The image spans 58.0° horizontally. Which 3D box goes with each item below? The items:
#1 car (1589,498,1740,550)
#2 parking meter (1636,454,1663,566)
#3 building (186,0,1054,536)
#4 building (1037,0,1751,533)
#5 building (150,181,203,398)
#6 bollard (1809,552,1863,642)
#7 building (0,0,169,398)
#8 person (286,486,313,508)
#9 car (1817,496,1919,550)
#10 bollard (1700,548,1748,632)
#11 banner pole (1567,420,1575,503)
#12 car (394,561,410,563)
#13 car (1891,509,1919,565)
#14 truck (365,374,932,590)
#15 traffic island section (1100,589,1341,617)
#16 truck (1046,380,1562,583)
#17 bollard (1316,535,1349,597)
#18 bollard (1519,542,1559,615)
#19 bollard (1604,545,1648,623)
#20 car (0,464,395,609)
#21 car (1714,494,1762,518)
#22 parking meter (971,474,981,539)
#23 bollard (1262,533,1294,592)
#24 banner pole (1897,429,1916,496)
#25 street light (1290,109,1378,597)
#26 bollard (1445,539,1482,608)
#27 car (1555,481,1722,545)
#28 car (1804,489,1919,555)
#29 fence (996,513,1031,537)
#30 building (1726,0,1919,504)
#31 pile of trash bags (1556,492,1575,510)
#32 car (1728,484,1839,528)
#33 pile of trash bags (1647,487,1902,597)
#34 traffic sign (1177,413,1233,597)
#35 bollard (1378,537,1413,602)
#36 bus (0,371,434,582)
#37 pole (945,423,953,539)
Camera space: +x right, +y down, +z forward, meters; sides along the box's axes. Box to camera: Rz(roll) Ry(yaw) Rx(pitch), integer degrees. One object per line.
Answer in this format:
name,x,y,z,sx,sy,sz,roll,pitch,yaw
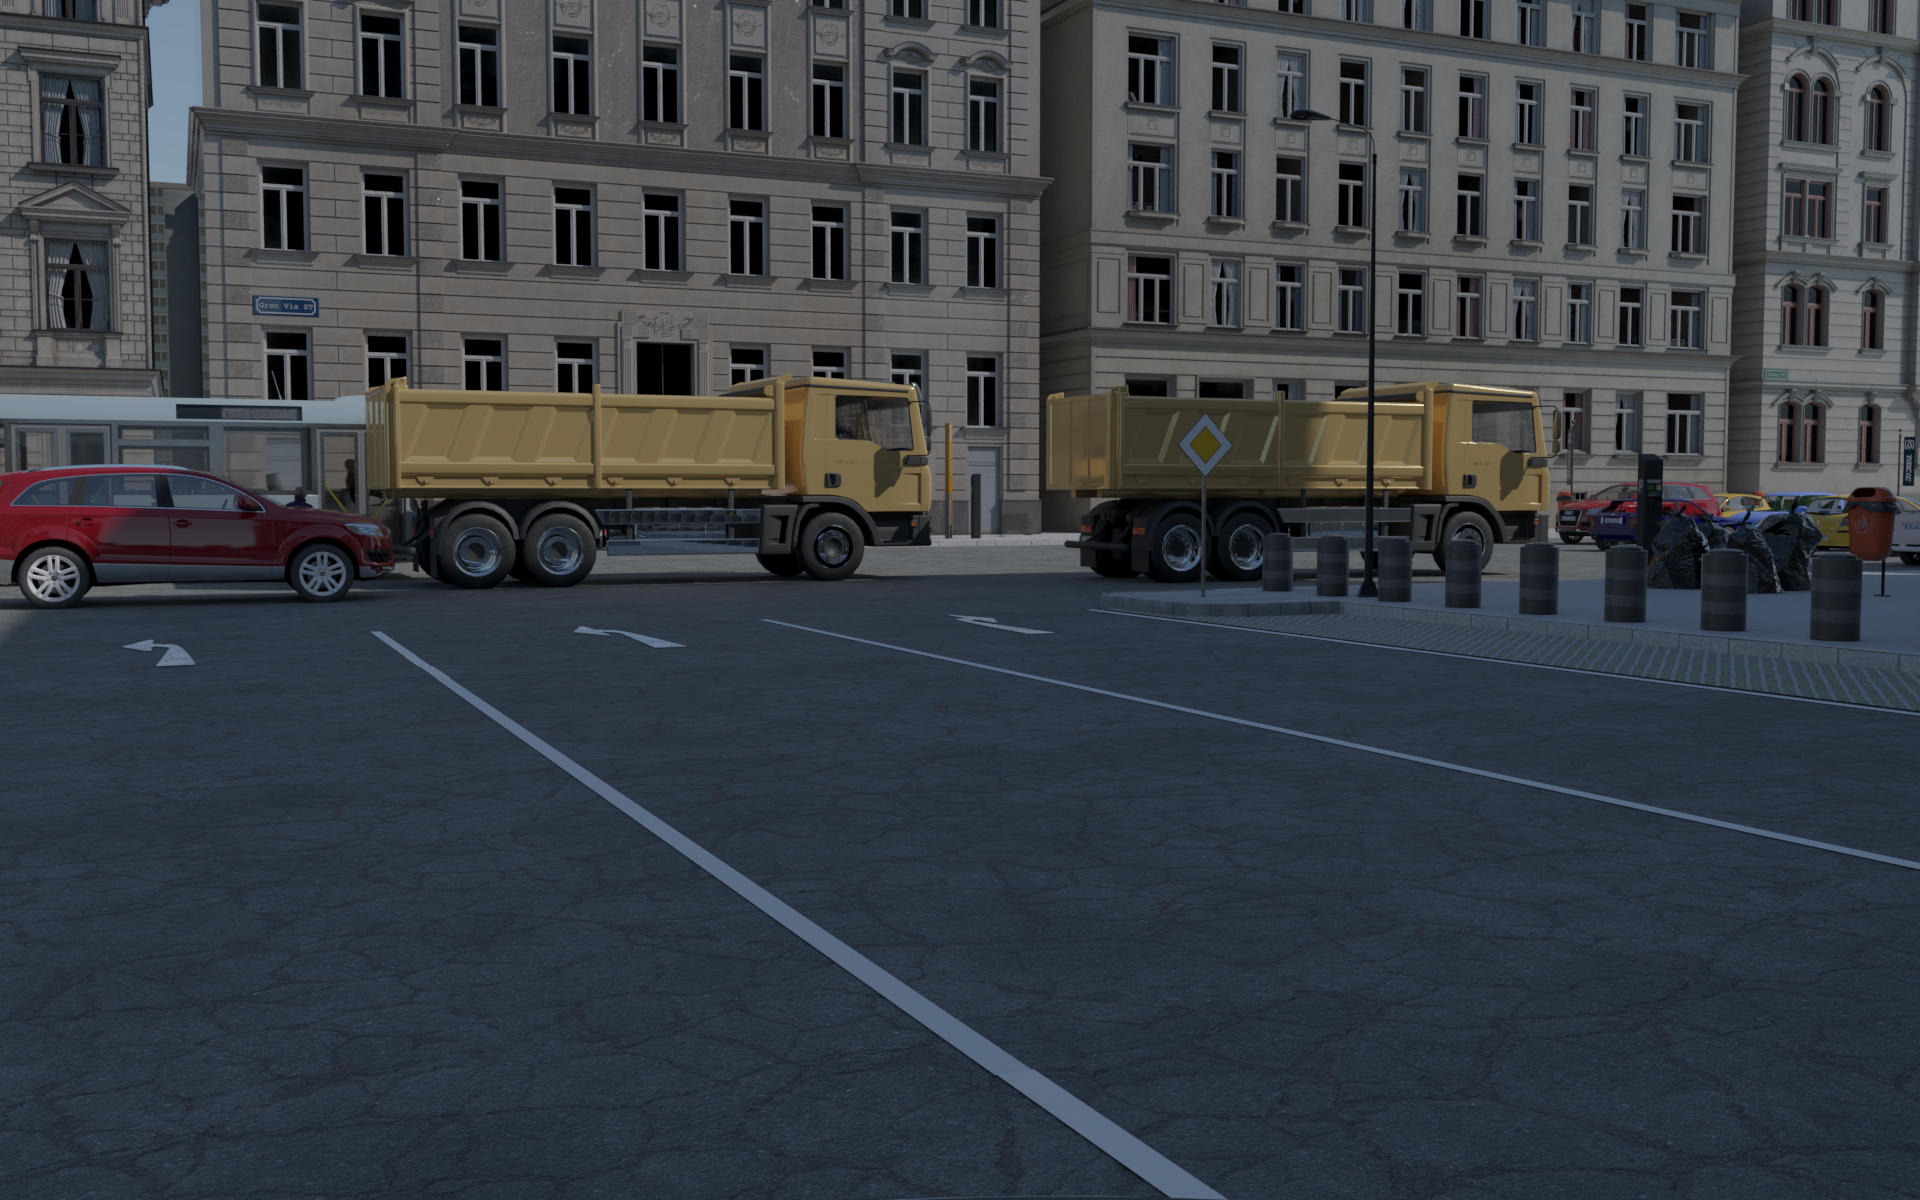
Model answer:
car,17.962,-1.920,43.969,3.894,1.354,1.945,-2,4,-24
parking meter,9.937,-1.178,24.966,0.255,1.863,0.399,0,4,4
building,-10.784,-15.729,54.425,25.104,27.353,12.463,-2,4,-24
building,14.221,-14.371,68.256,30.059,22.955,16.112,-2,4,-24
building,-97.893,-31.132,200.883,23.993,40.220,32.217,-2,4,-24
bollard,7.700,-0.031,15.222,0.404,0.777,0.398,0,3,0
building,-30.671,-10.992,44.341,19.286,19.102,10.561,-2,4,-24
person,-10.590,-1.032,27.580,0.569,1.553,0.471,2,4,32
car,23.577,-1.968,44.174,4.499,1.417,2.014,-1,4,-22
bollard,7.201,-0.098,16.322,0.404,0.777,0.398,0,3,0
banner pole,20.784,-4.219,58.996,0.401,3.779,0.863,0,4,5
car,-13.253,-1.650,36.017,4.494,1.783,2.155,-2,4,-26
car,20.961,-1.390,35.096,4.827,1.381,2.083,-2,4,-25
truck,-4.512,-1.997,28.570,9.791,3.379,3.469,-2,4,-25
traffic island section,3.036,0.045,21.543,2.009,0.180,2.903,-2,4,-24
truck,6.404,-2.101,30.279,9.791,3.379,3.469,-1,4,-23
bollard,4.704,-0.436,21.844,0.404,0.777,0.398,0,3,0
bollard,6.197,-0.234,18.538,0.404,0.777,0.398,0,3,0
bollard,6.701,-0.166,17.430,0.404,0.777,0.398,0,3,0
car,-10.285,-0.875,22.974,5.304,1.827,2.281,-2,4,-24
car,25.138,-2.886,57.418,3.980,1.641,2.015,-2,4,-24
parking meter,0.456,-2.707,49.972,0.255,1.863,0.399,-1,4,-8
bollard,4.211,-0.503,22.940,0.404,0.777,0.398,0,3,0
banner pole,36.175,-4.668,66.332,0.863,3.779,0.401,0,4,-4
street light,4.613,-2.981,21.275,1.470,5.913,1.316,-2,4,-24
bollard,5.708,-0.301,19.636,0.404,0.777,0.398,0,3,0
car,19.618,-2.537,50.152,5.304,1.827,2.281,-2,4,-24
car,21.221,-1.830,40.146,3.980,1.641,2.015,-2,4,-26
fence,1.676,-2.306,53.086,0.278,0.683,2.069,2,4,26
building,39.189,-17.769,77.911,23.554,28.519,14.401,-2,4,-24
pile of trash bags,23.208,-3.210,62.228,3.447,1.369,1.912,2,4,24
car,22.234,-2.259,46.522,3.694,1.707,1.945,-2,4,-23
pile of trash bags,10.727,-0.801,22.841,1.912,1.369,3.447,-2,4,-27
traffic sign,3.017,-1.090,21.456,0.795,2.450,0.064,-2,4,-24
bollard,5.209,-0.368,20.736,0.404,0.777,0.398,0,3,0
bus,-14.530,-2.023,27.934,13.247,3.499,2.948,-2,4,-24
pole,-0.324,-3.416,49.698,0.158,3.312,0.155,0,3,0
